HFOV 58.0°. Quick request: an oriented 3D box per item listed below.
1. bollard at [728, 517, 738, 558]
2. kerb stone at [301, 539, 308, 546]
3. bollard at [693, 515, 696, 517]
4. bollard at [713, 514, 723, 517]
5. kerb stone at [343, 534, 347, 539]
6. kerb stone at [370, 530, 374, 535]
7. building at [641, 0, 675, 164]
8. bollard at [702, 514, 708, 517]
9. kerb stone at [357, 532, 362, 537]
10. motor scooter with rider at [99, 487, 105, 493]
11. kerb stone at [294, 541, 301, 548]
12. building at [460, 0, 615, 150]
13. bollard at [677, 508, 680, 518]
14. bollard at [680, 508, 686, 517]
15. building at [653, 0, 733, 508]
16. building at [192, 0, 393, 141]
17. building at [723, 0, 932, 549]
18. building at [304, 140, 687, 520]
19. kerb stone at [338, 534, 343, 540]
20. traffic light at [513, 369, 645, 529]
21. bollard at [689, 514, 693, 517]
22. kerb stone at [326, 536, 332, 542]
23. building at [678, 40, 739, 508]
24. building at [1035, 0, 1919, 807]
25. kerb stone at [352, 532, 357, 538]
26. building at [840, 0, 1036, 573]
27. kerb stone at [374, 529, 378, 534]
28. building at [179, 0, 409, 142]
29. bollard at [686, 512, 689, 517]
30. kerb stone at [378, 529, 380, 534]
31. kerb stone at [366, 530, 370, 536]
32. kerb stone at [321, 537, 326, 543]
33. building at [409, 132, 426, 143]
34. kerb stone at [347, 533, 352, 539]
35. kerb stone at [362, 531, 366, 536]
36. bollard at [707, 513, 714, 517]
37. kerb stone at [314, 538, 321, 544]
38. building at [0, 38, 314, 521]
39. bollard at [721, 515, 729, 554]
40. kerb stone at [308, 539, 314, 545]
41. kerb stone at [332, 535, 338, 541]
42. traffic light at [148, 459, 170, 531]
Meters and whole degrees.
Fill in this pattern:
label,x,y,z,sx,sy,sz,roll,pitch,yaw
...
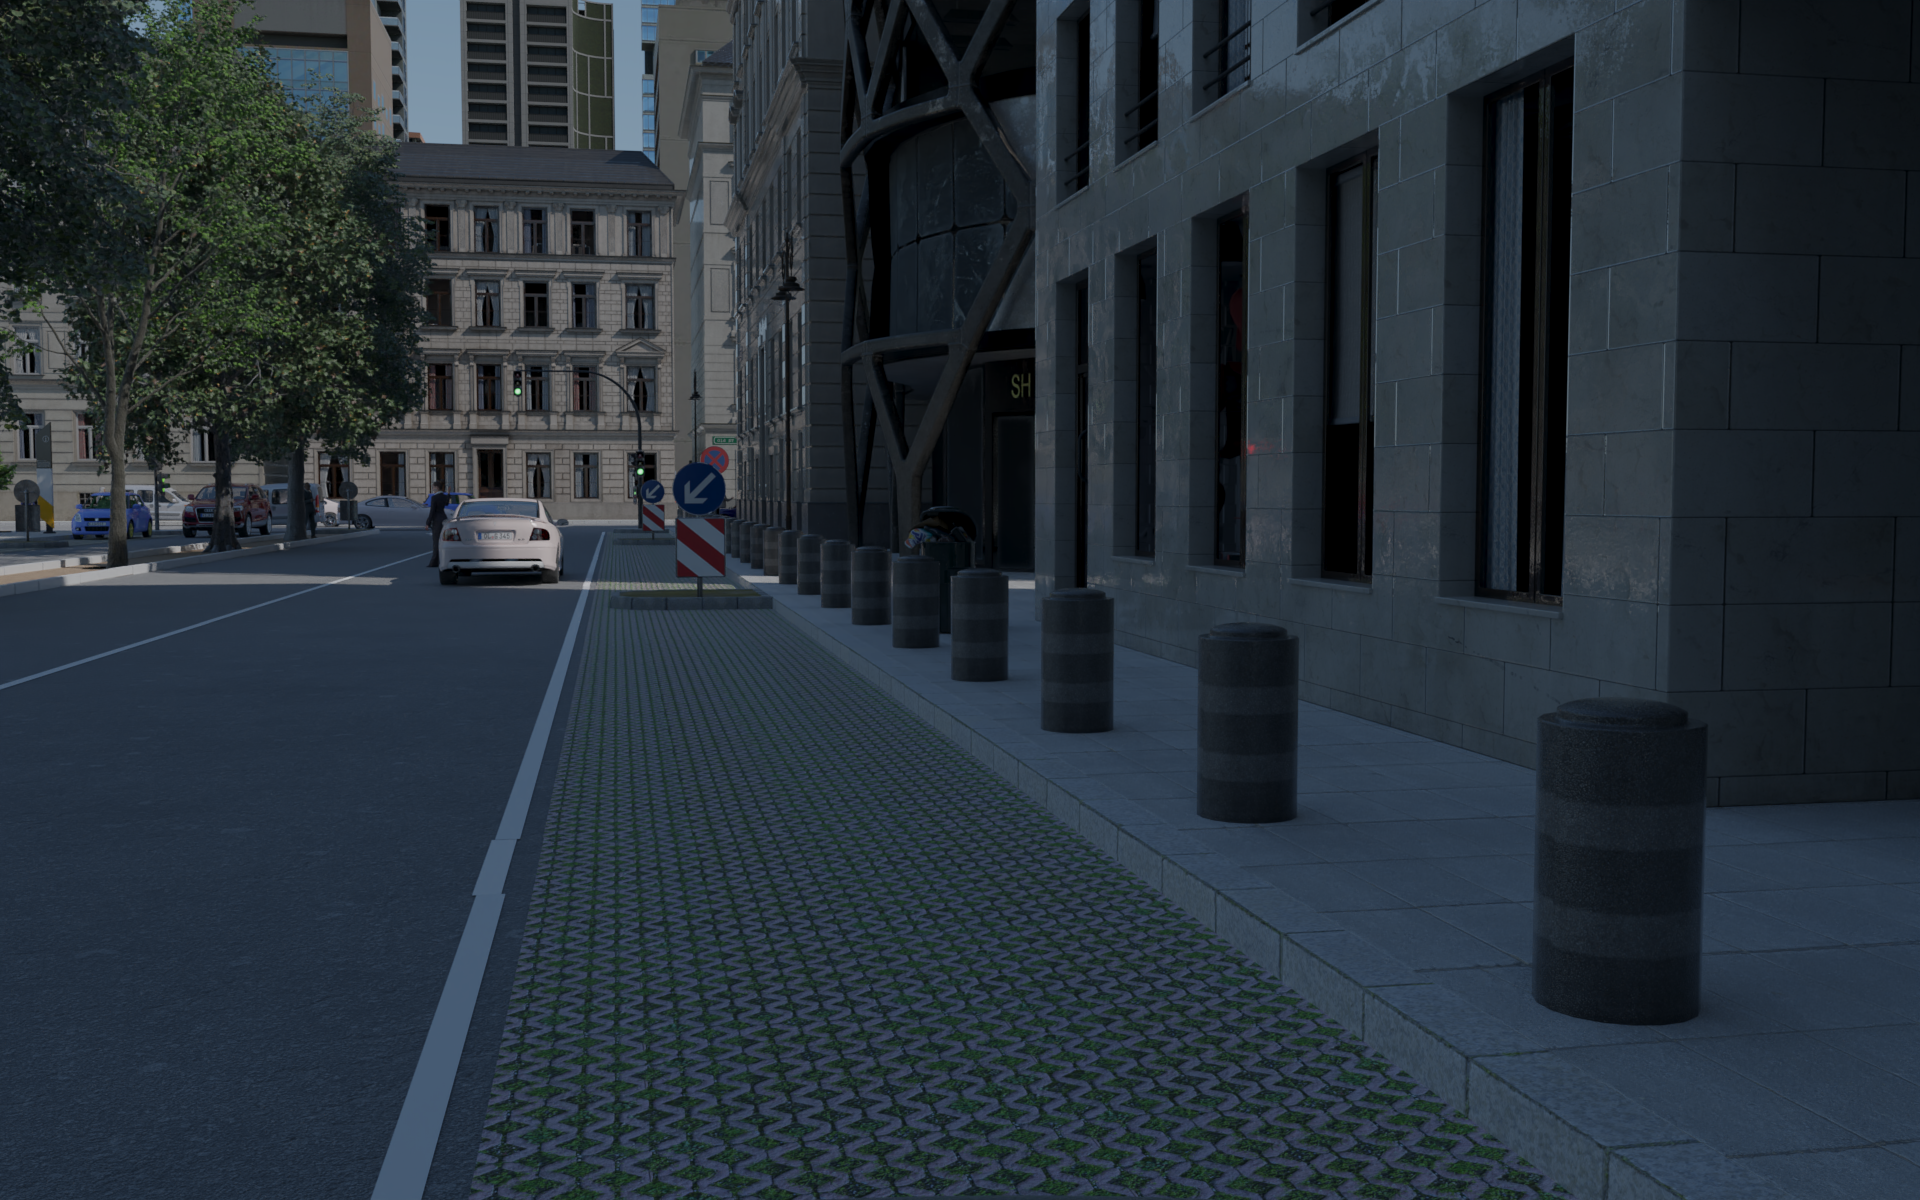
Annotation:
label,x,y,z,sx,sy,sz,roll,pitch,yaw
bollard,-4.413,-1.235,34.904,0.404,0.777,0.398,0,3,0
kerb stone,-18.082,-1.539,47.411,0.120,0.150,1.000,-1,4,-11
bollard,-7.448,-2.168,50.161,0.404,0.777,0.398,0,3,0
bollard,-5.423,-1.545,39.982,0.404,0.777,0.398,0,3,0
kerb stone,-19.483,-1.971,54.453,0.120,0.150,1.000,-1,4,-11
kerb stone,-20.679,-2.343,60.504,0.120,0.150,1.000,-1,4,-11
building,-34.685,-57.584,254.166,31.000,86.520,22.319,-1,4,-11
bollard,-6.436,-1.857,45.077,0.404,0.777,0.398,0,3,0
kerb stone,-20.078,-2.158,57.477,0.120,0.150,1.000,-1,4,-11
motor scooter with rider,-36.350,-3.976,73.978,1.986,1.779,0.876,-1,4,-11
kerb stone,-17.882,-1.481,46.406,0.120,0.150,1.000,-1,4,-11
building,-59.688,-49.530,248.065,20.611,71.187,20.563,-1,4,-11
bollard,-9.982,-2.947,62.906,0.404,0.777,0.398,0,3,0
bollard,-9.474,-2.791,60.357,0.404,0.777,0.398,0,3,0
building,-18.557,-33.318,168.447,21.300,48.544,21.600,-1,4,-11
building,-58.234,-30.812,153.893,14.600,45.320,14.200,-1,4,-11
building,-0.344,-15.594,52.233,12.463,27.353,25.104,-1,4,-11
building,-23.975,-13.734,89.182,19.286,19.102,10.561,-1,4,-11
kerb stone,-19.270,-1.912,53.450,0.120,0.150,1.000,-1,4,-11
traffic light,-13.907,-5.440,63.612,4.771,5.953,1.251,-1,4,-11
bollard,-7.956,-2.324,52.720,0.404,0.777,0.398,0,3,0
kerb stone,-18.876,-1.781,51.439,0.120,0.150,1.000,-1,4,-11
building,6.610,-19.717,98.785,44.131,29.872,17.030,-1,4,-11
building,7.488,-9.481,9.768,10.420,20.320,16.860,-1,4,-11
kerb stone,-19.878,-2.094,56.471,0.120,0.150,1.000,-1,4,-11
building,6.045,-10.091,32.433,16.820,18.784,16.811,-1,4,-11
kerb stone,-20.879,-2.398,61.515,0.120,0.150,1.000,-1,4,-11
building,-66.585,-52.703,174.372,22.319,86.520,31.000,-1,4,-11
bollard,-8.464,-2.480,55.266,0.404,0.777,0.398,0,3,0
kerb stone,-21.078,-2.465,62.520,0.120,0.150,1.000,-1,4,-11
kerb stone,-20.474,-2.280,59.491,0.120,0.150,1.000,-1,4,-11
kerb stone,-18.677,-1.727,50.431,0.120,0.150,1.000,-1,4,-11
building,-74.743,-33.406,200.817,28.867,44.769,22.147,-1,4,-11
kerb stone,-19.676,-2.035,55.466,0.120,0.150,1.000,-1,4,-11
kerb stone,-20.274,-2.220,58.486,0.120,0.150,1.000,-1,4,-11
bollard,-5.930,-1.701,42.528,0.404,0.777,0.398,0,3,0
kerb stone,-18.467,-1.665,49.424,0.120,0.150,1.000,-1,4,-11
building,-48.976,-15.536,87.296,30.059,22.955,16.112,-1,4,-11
bollard,-4.919,-1.390,37.443,0.404,0.777,0.398,0,3,0
kerb stone,-18.278,-1.604,48.417,0.120,0.150,1.000,-1,4,-11
kerb stone,-19.068,-1.850,52.446,0.120,0.150,1.000,-1,4,-11
traffic light,-28.261,-4.402,60.896,0.839,4.253,0.868,-1,4,-11
